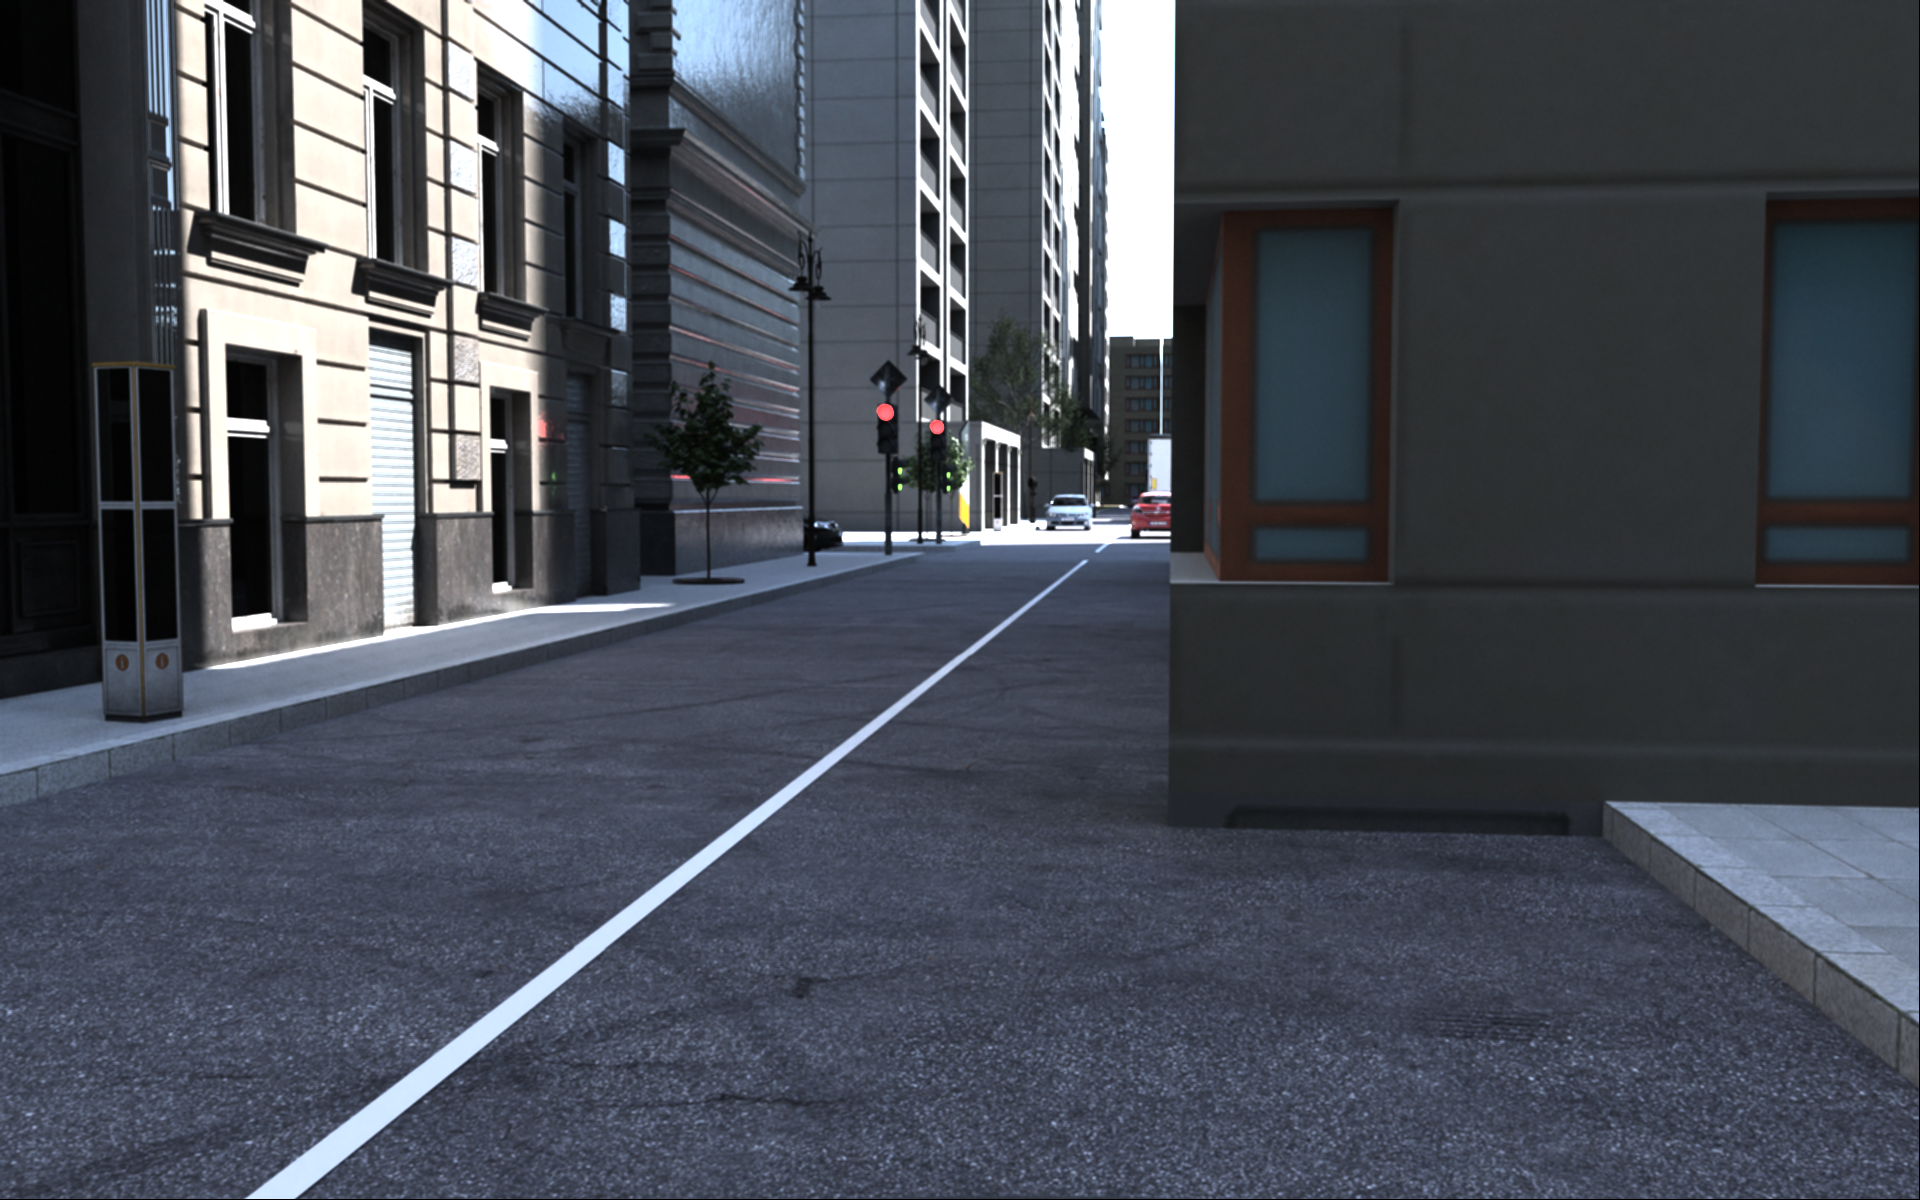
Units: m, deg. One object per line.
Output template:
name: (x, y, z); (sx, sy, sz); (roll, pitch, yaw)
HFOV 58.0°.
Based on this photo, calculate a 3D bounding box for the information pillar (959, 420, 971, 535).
information pillar: (0.134, -3.876, 54.724); (0.183, 3.616, 0.504); (2, 4, 31)

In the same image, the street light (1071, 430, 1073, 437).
street light: (7.369, -8.576, 113.009); (0.468, 5.910, 1.993); (0, 4, 7)

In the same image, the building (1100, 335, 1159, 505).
building: (10.592, -22.764, 217.227); (28.899, 21.520, 27.650); (0, 4, 7)

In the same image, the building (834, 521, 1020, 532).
building: (-8.147, -38.495, 67.638); (20.563, 71.187, 20.611); (0, 4, 7)

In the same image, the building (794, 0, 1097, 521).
building: (-2.363, -40.502, 100.465); (20.563, 71.187, 20.611); (0, 4, 7)

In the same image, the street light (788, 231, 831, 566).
street light: (-2.645, -3.544, 30.740); (0.468, 5.910, 1.993); (0, 4, 7)

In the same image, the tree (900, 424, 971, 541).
tree: (-0.784, -3.246, 47.677); (1.663, 3.219, 1.824); (0, 3, 0)

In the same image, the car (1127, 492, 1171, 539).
car: (6.548, -2.925, 56.861); (2.155, 1.783, 4.494); (0, 4, 7)

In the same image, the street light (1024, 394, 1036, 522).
street light: (3.224, -6.490, 78.897); (0.468, 5.910, 1.993); (0, 4, 7)

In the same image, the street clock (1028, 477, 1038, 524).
street clock: (3.154, -4.312, 75.070); (0.358, 2.002, 0.471); (-2, 4, -26)

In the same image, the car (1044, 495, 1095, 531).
car: (4.380, -3.494, 69.126); (2.014, 1.417, 4.499); (0, 4, 6)

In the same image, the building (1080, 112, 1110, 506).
building: (9.142, -30.856, 188.090); (14.086, 41.232, 14.154); (0, 4, 7)

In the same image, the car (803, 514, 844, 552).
car: (-4.898, -1.938, 41.473); (4.222, 1.686, 2.009); (0, 4, 7)

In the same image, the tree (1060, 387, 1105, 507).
tree: (7.191, -10.151, 116.327); (4.737, 8.622, 4.395); (0, 3, 0)

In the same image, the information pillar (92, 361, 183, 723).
information pillar: (-4.653, -0.326, 9.815); (0.304, 2.012, 0.304); (1, 4, 20)

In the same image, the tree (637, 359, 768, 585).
tree: (-3.507, -1.853, 24.894); (1.663, 3.219, 1.824); (0, 3, 0)

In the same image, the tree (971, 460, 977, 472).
tree: (-0.391, -3.492, 51.689); (1.663, 3.219, 1.824); (0, 3, 0)

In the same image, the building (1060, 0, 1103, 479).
building: (-0.708, -34.955, 160.754); (28.713, 52.752, 27.495); (0, 4, 7)

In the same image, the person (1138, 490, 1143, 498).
person: (18.691, -10.366, 177.612); (0.705, 1.869, 1.348); (-3, 5, -45)

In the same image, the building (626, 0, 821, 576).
building: (-13.058, -12.442, 32.297); (19.941, 23.489, 11.050); (0, 4, 7)

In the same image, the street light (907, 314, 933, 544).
street light: (-1.031, -4.392, 44.596); (0.468, 5.910, 1.993); (0, 4, 7)

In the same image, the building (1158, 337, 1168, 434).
building: (39.410, -22.515, 213.160); (28.899, 21.520, 27.650); (0, 4, 7)

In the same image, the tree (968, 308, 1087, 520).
tree: (2.951, -9.339, 87.112); (7.601, 10.594, 8.767); (1, 4, 11)

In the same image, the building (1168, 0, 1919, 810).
building: (16.363, -10.667, 19.443); (27.650, 21.520, 28.899); (0, 4, 7)

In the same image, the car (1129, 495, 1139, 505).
car: (19.536, -10.864, 190.210); (1.945, 1.354, 3.894); (0, 4, 6)

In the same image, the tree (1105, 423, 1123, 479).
tree: (14.609, -13.868, 177.111); (4.737, 8.622, 4.395); (0, 3, 0)

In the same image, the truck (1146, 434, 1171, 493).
truck: (10.675, -5.976, 86.614); (2.839, 4.237, 11.283); (0, 4, 7)

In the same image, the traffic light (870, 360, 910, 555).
traffic light: (-1.491, -2.902, 36.362); (0.839, 4.253, 0.868); (0, 4, 7)

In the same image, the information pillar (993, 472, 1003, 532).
information pillar: (1.277, -3.295, 58.367); (0.304, 2.012, 0.304); (0, 4, 6)

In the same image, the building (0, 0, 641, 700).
building: (-11.333, -13.073, 11.007); (12.463, 27.353, 25.104); (0, 4, 7)

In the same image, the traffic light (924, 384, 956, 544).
traffic light: (-0.527, -3.386, 44.289); (0.839, 4.253, 0.868); (0, 4, 7)
